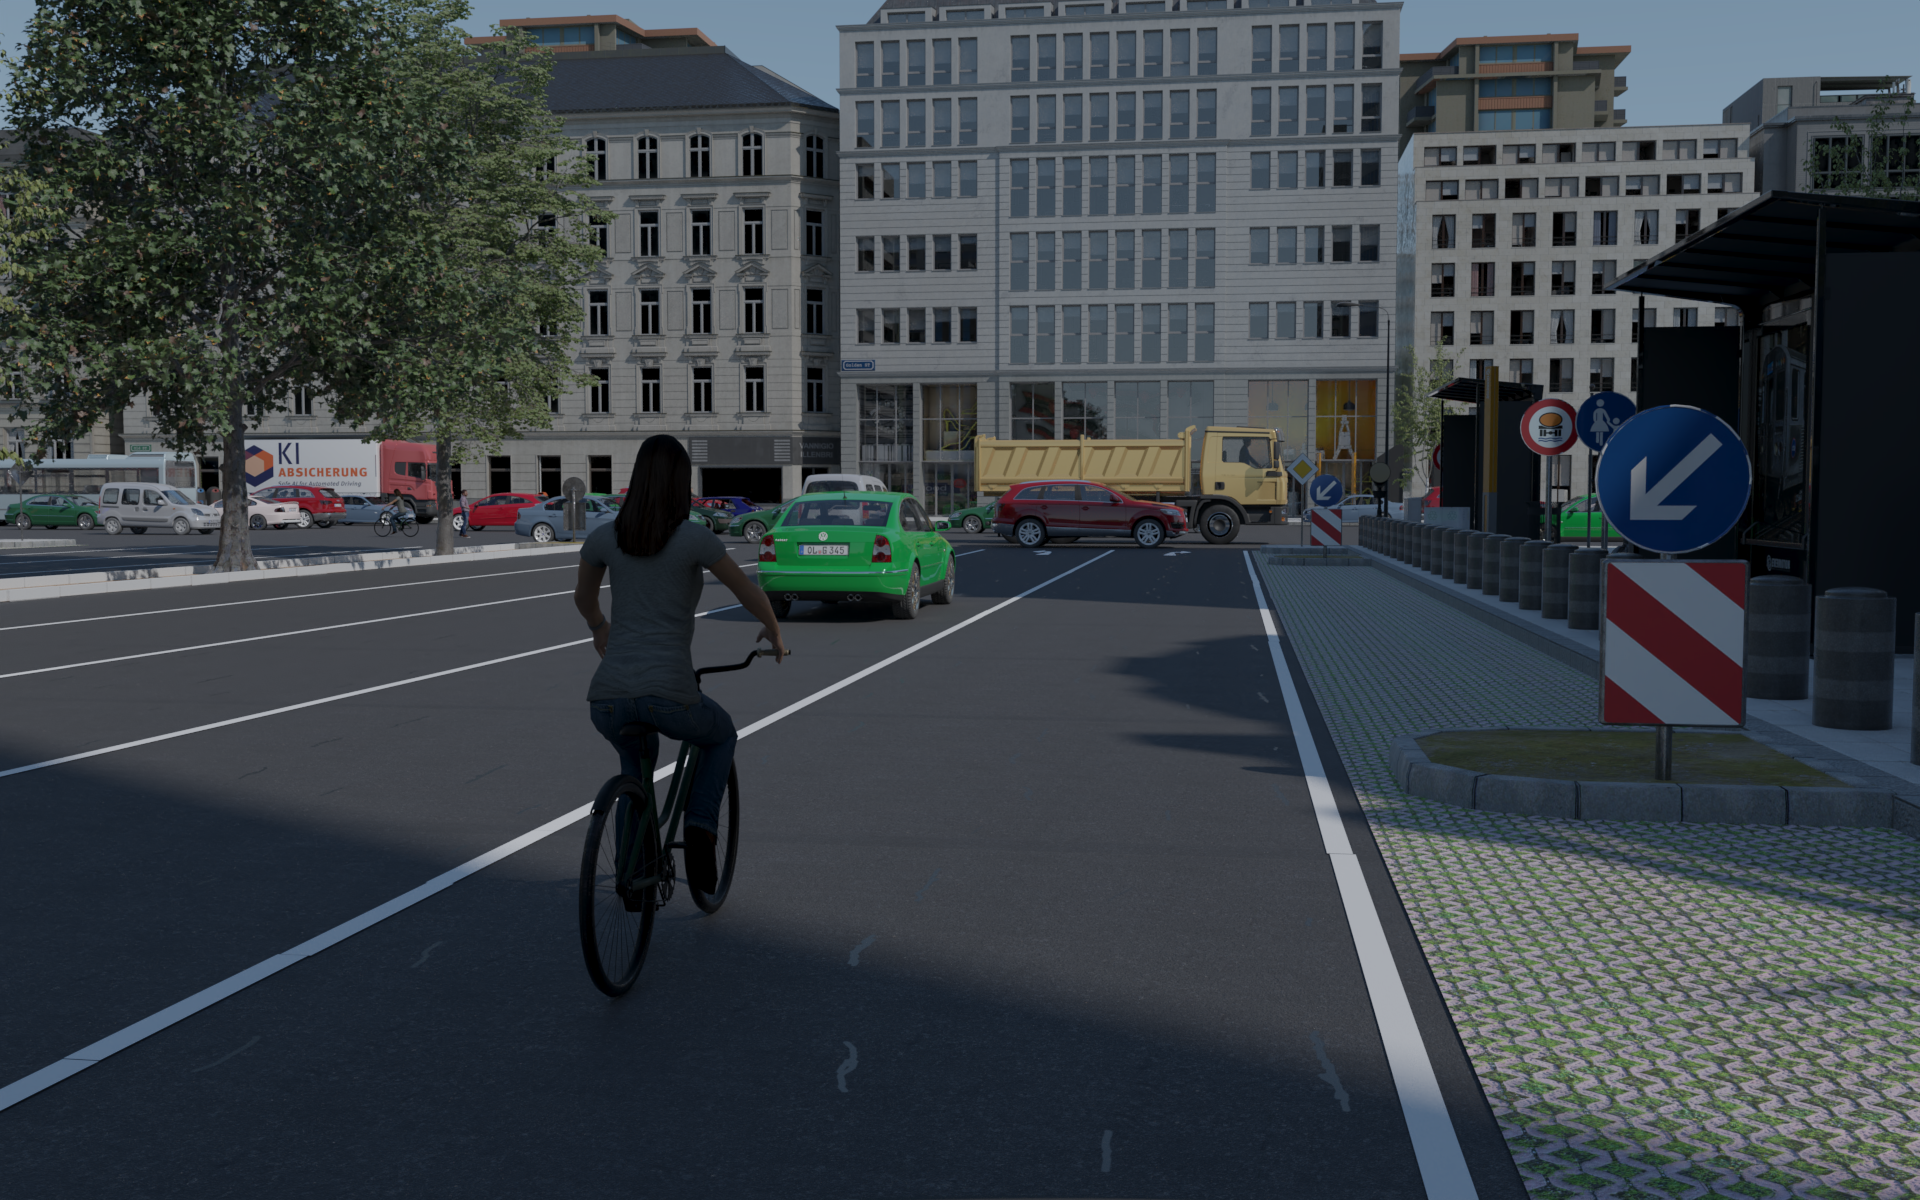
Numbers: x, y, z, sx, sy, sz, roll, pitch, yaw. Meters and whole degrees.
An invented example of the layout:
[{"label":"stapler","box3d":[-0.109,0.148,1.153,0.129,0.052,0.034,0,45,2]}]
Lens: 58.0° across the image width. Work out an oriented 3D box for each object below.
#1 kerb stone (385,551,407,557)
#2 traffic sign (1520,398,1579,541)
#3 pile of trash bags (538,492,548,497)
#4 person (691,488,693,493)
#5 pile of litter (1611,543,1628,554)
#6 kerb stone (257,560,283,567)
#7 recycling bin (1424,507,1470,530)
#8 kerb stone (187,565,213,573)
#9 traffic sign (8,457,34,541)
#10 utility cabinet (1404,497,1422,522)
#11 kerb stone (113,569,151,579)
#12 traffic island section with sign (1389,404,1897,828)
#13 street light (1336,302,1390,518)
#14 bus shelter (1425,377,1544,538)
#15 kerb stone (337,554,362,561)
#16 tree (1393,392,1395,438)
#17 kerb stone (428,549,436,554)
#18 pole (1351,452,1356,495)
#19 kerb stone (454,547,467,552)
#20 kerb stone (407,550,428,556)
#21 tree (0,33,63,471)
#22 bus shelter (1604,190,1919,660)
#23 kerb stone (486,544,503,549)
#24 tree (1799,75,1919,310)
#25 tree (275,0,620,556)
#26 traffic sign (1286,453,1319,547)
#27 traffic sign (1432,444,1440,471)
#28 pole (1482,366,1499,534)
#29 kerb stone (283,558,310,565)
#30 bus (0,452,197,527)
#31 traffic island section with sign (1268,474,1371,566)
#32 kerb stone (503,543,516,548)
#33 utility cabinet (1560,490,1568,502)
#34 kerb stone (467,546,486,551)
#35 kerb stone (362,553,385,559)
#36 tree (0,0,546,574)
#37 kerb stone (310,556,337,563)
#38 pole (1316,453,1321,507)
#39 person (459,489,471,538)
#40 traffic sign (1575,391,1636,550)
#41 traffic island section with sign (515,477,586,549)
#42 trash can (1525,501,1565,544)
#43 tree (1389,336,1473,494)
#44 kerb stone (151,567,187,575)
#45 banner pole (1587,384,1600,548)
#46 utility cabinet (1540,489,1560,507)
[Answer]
[{"label":"kerb stone","box3d":[-12.540,-0.978,38.184,0.120,0.150,1.000,1,4,9]},{"label":"traffic sign","box3d":[7.848,-1.406,23.087,0.768,2.556,0.104,1,4,13]},{"label":"pile of trash bags","box3d":[-22.993,-4.900,89.864,3.447,1.369,1.912,1,4,10]},{"label":"person","box3d":[-12.553,-4.355,80.422,0.376,1.734,0.841,2,4,33]},{"label":"pile of litter","box3d":[11.358,-0.894,28.589,1.719,0.858,1.176,3,4,38]},{"label":"kerb stone","box3d":[-13.318,-0.667,33.102,0.120,0.150,1.000,1,4,9]},{"label":"recycling bin","box3d":[9.315,-1.260,33.152,0.722,1.027,0.722,2,4,29]},{"label":"kerb stone","box3d":[-13.641,-0.537,31.071,0.120,0.150,1.000,1,4,9]},{"label":"traffic sign","box3d":[-25.746,-2.682,47.491,0.795,2.450,0.064,1,4,9]},{"label":"utility cabinet","box3d":[9.557,-1.557,36.621,0.306,1.237,1.020,1,4,10]},{"label":"kerb stone","box3d":[-13.957,-0.414,29.013,0.120,0.150,1.000,1,4,9]},{"label":"traffic island section with sign","box3d":[3.170,0.010,8.464,1.989,1.847,2.006,1,4,9]},{"label":"street light","box3d":[9.796,-4.246,41.964,1.470,5.913,1.316,1,4,9]},{"label":"bus shelter","box3d":[11.335,-2.842,37.750,1.731,3.624,6.357,1,4,9]},{"label":"kerb stone","box3d":[-12.849,-0.854,36.151,0.120,0.150,1.000,1,4,9]},{"label":"tree","box3d":[29.723,-10.342,119.461,4.360,8.622,3.978,0,3,0]},{"label":"kerb stone","box3d":[-12.231,-1.103,40.229,0.120,0.150,1.000,1,4,9]},{"label":"pole","box3d":[19.312,-5.574,84.983,0.158,3.312,0.155,0,3,0]},{"label":"kerb stone","box3d":[-12.068,-1.165,41.246,0.120,0.150,1.000,1,4,9]},{"label":"kerb stone","box3d":[-12.383,-1.040,39.204,0.120,0.150,1.000,1,4,9]},{"label":"tree","box3d":[-13.555,-4.244,22.202,4.737,8.622,4.395,0,3,0]},{"label":"bus shelter","box3d":[7.589,-1.533,16.355,1.731,3.624,6.357,1,4,9]},{"label":"kerb stone","box3d":[-11.756,-1.288,43.280,0.120,0.150,1.000,1,4,9]},{"label":"tree","box3d":[16.933,-4.954,31.363,4.737,8.622,4.395,0,3,0]},{"label":"tree","box3d":[-11.457,-7.208,38.429,7.486,12.596,7.792,0,3,0]},{"label":"traffic sign","box3d":[8.344,-2.360,42.235,0.795,2.450,0.064,1,4,9]},{"label":"traffic sign","box3d":[11.776,-2.551,41.813,0.768,2.556,0.104,1,4,9]},{"label":"pole","box3d":[8.474,-2.069,27.679,0.158,3.312,0.155,0,3,0]},{"label":"kerb stone","box3d":[-13.166,-0.728,34.119,0.120,0.150,1.000,1,4,9]},{"label":"bus","box3d":[-40.915,-5.037,77.221,13.247,3.499,2.948,0,4,7]},{"label":"traffic island section with sign","box3d":[7.283,-1.625,35.196,1.989,1.847,2.006,1,4,9]},{"label":"kerb stone","box3d":[-11.601,-1.352,44.297,0.120,0.150,1.000,1,4,9]},{"label":"utility cabinet","box3d":[29.178,-4.595,83.808,0.318,1.500,1.173,2,4,25]},{"label":"kerb stone","box3d":[-11.906,-1.227,42.262,0.120,0.150,1.000,1,4,9]},{"label":"kerb stone","box3d":[-12.701,-0.916,37.168,0.120,0.150,1.000,1,4,9]},{"label":"tree","box3d":[-12.579,-6.752,29.864,9.611,12.733,9.660,0,3,0]},{"label":"kerb stone","box3d":[-13.009,-0.791,35.135,0.120,0.150,1.000,1,4,9]},{"label":"pole","box3d":[17.745,-5.619,85.713,0.158,3.312,0.155,0,3,0]},{"label":"person","box3d":[-16.199,-2.830,56.735,0.435,1.587,0.963,-1,4,-20]},{"label":"traffic sign","box3d":[8.043,-1.313,21.576,0.768,2.556,0.104,1,4,12]},{"label":"traffic island section with sign","box3d":[-10.347,-2.281,45.425,2.006,1.907,1.989,1,4,9]},{"label":"trash can","box3d":[11.176,-1.314,33.137,0.748,1.137,0.748,0,3,0]},{"label":"tree","box3d":[21.985,-8.016,81.422,4.737,8.622,4.395,0,3,0]},{"label":"kerb stone","box3d":[-13.796,-0.477,30.037,0.120,0.150,1.000,1,4,9]},{"label":"banner pole","box3d":[14.603,-3.025,39.472,0.863,3.779,0.401,0,4,5]},{"label":"utility cabinet","box3d":[26.738,-4.328,79.449,1.173,1.500,0.318,1,4,13]}]
